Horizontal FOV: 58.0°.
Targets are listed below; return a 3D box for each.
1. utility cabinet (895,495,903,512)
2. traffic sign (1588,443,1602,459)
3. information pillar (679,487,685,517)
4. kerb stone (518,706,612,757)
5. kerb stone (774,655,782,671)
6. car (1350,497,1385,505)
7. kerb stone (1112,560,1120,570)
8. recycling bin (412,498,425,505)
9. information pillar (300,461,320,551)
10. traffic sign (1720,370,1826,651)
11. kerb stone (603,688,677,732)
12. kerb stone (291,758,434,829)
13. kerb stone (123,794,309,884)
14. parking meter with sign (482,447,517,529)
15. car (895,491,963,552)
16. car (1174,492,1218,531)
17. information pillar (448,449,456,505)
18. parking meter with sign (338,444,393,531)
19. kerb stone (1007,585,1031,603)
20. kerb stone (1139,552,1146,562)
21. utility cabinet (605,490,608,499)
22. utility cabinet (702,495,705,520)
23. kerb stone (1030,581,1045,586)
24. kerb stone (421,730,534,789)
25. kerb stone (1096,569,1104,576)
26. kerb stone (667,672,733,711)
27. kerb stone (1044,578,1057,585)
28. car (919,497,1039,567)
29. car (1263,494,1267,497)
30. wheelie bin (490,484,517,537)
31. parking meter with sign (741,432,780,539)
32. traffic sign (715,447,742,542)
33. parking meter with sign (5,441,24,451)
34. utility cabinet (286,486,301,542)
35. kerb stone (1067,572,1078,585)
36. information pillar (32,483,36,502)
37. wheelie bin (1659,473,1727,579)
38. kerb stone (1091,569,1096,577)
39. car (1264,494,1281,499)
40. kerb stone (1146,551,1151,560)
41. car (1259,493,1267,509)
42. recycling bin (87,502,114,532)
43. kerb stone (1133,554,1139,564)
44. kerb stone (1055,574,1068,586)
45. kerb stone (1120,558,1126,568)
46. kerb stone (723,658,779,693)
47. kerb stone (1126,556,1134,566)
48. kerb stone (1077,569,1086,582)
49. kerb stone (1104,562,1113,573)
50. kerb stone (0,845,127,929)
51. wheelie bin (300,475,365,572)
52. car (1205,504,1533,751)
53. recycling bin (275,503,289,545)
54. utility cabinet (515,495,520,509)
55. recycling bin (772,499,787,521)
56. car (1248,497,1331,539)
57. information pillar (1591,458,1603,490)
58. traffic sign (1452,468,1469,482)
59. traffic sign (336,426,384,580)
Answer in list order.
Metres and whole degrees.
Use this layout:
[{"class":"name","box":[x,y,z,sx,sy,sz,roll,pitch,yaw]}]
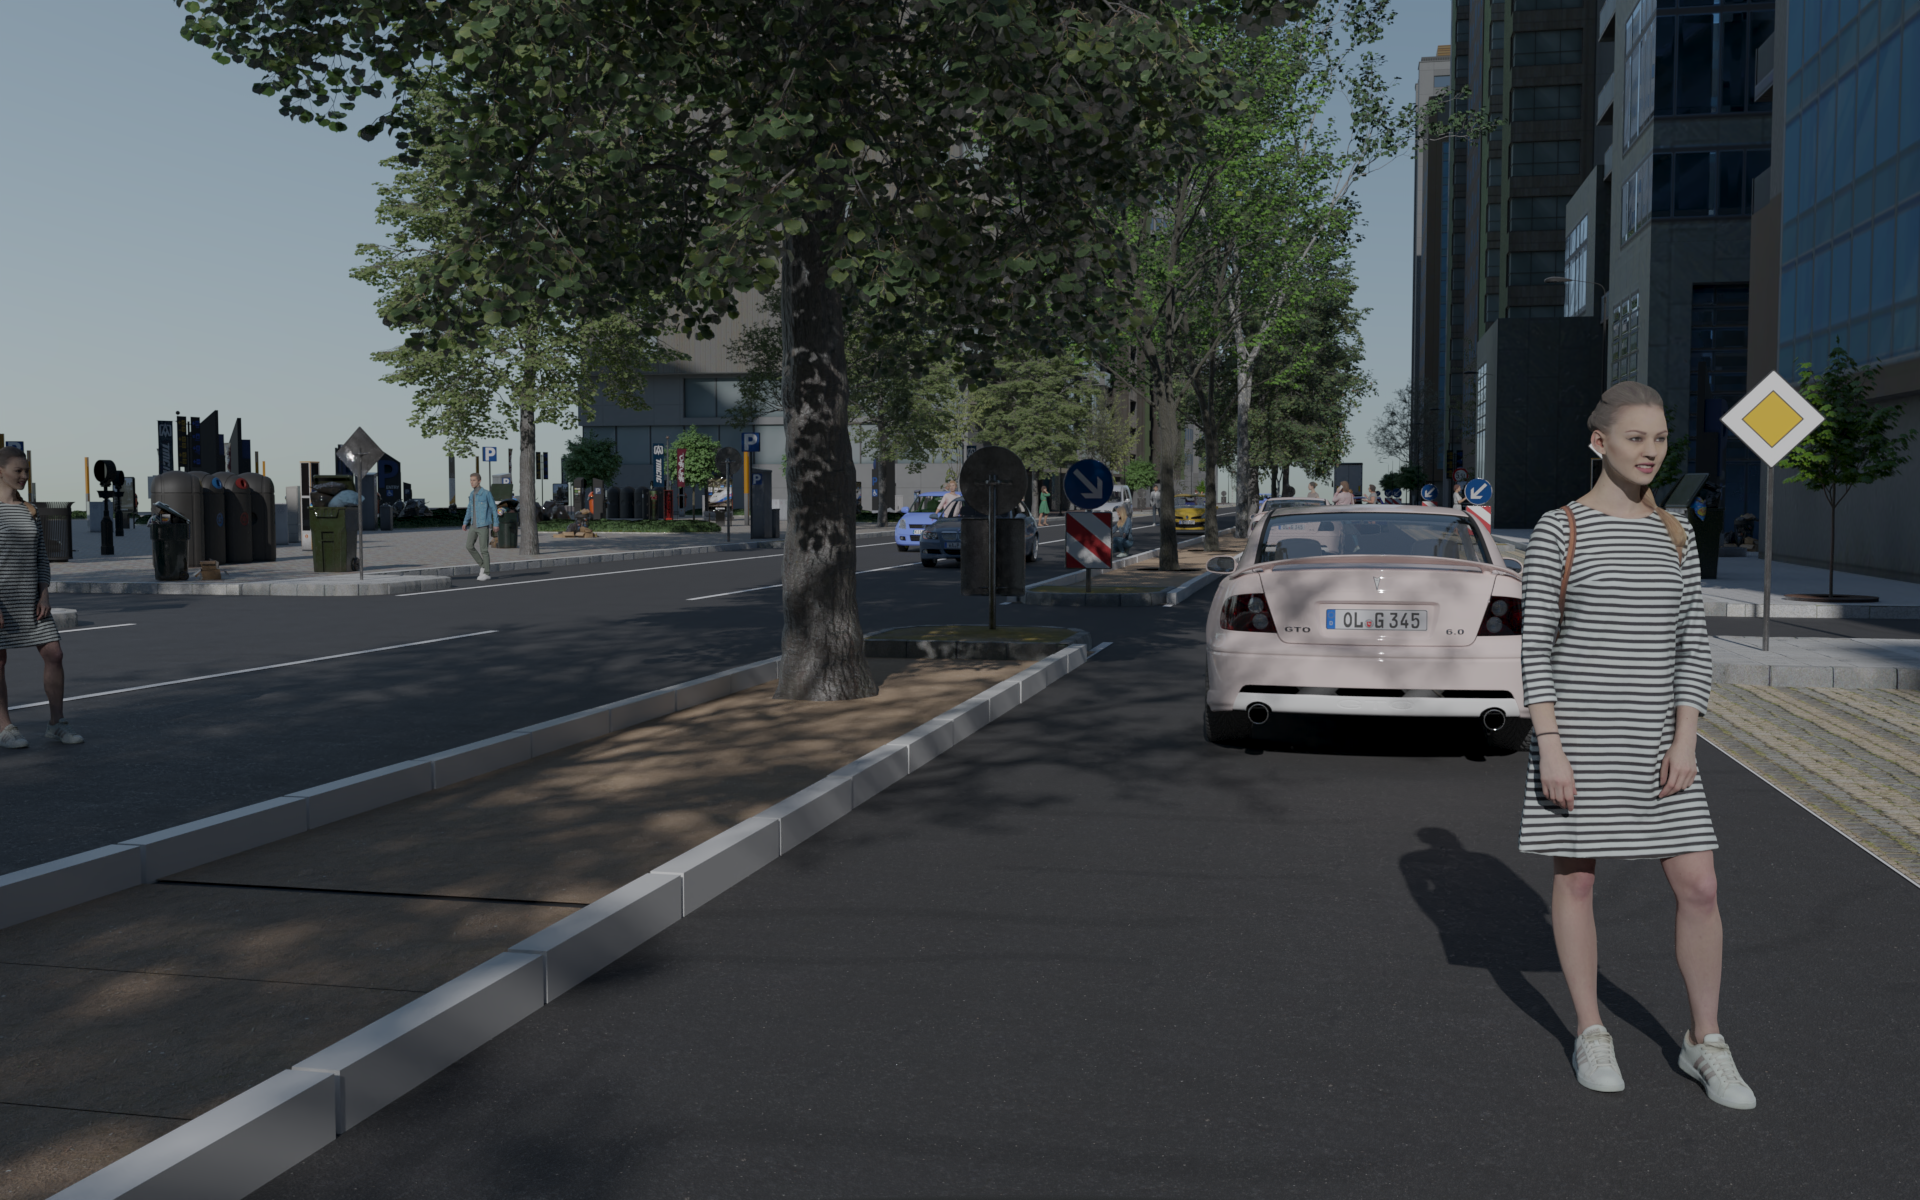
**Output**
[{"class":"utility cabinet","box":[-3.539,-4.982,92.620,1.020,1.237,0.306,-2,4,-31]},{"class":"traffic sign","box":[8.335,-1.116,21.883,0.795,2.450,0.064,1,4,13]},{"class":"information pillar","box":[-15.767,-5.729,98.156,0.304,2.012,0.304,0,4,1]},{"class":"kerb stone","box":[-2.258,0.756,9.841,0.120,0.150,1.000,1,4,13]},{"class":"kerb stone","box":[-1.352,0.514,13.834,0.120,0.150,1.000,1,4,13]},{"class":"car","box":[15.452,-3.275,66.134,1.945,1.354,3.894,1,4,11]},{"class":"kerb stone","box":[2.815,-0.623,32.375,0.120,0.150,1.000,1,4,13]},{"class":"recycling bin","box":[-31.918,-5.459,101.815,0.722,1.027,0.722,0,4,6]},{"class":"information pillar","box":[-14.592,-2.106,38.922,0.304,2.012,0.304,2,4,23]},{"class":"traffic sign","box":[6.581,-0.639,14.092,0.795,2.450,0.064,1,4,13]},{"class":"kerb stone","box":[-2.031,0.695,10.838,0.120,0.150,1.000,1,4,13]},{"class":"kerb stone","box":[-2.707,0.878,7.843,0.120,0.150,1.000,1,4,13]},{"class":"kerb stone","box":[-2.928,0.939,6.841,0.120,0.150,1.000,1,4,13]},{"class":"parking meter with sign","box":[-16.727,-4.091,63.151,0.543,3.016,1.738,-3,5,-43]},{"class":"car","box":[-0.452,-2.106,44.016,1.945,1.707,3.694,1,4,14]},{"class":"car","box":[8.202,-3.147,61.677,2.015,1.641,3.980,1,4,11]},{"class":"information pillar","box":[-26.435,-6.040,90.115,0.183,3.616,0.504,1,4,17]},{"class":"parking meter with sign","box":[-20.828,-3.944,60.740,1.738,3.016,0.543,0,4,-3]},{"class":"kerb stone","box":[0.788,-0.066,23.358,0.120,0.150,1.000,1,4,13]},{"class":"kerb stone","box":[3.727,-0.867,36.377,0.120,0.150,1.000,1,4,13]},{"class":"utility cabinet","box":[-19.465,-5.471,98.126,1.173,1.500,0.318,-2,4,-25]},{"class":"utility cabinet","box":[-12.305,-4.599,86.363,1.020,1.237,0.306,-2,4,-25]},{"class":"kerb stone","box":[1.015,-0.133,24.366,0.120,0.150,1.000,1,4,13]},{"class":"kerb stone","box":[-2.476,0.819,8.842,0.120,0.150,1.000,1,4,13]},{"class":"kerb stone","box":[2.358,-0.500,30.364,0.120,0.150,1.000,1,4,13]},{"class":"kerb stone","box":[-1.801,0.633,11.839,0.120,0.150,1.000,1,4,13]},{"class":"kerb stone","box":[1.240,-0.192,25.366,0.120,0.150,1.000,1,4,13]},{"class":"car","box":[0.468,-1.430,35.389,2.014,1.417,4.499,1,4,13]},{"class":"car","box":[38.655,-12.980,221.813,1.945,1.707,3.694,1,4,12]},{"class":"wheelie bin","box":[-13.706,-2.685,51.807,0.980,1.594,0.693,0,4,-3]},{"class":"parking meter with sign","box":[-5.694,-3.278,49.862,0.543,3.016,1.738,1,4,16]},{"class":"traffic sign","box":[-6.231,-2.841,46.555,0.768,2.556,0.104,1,4,13]},{"class":"parking meter with sign","box":[-30.942,-3.662,56.129,0.543,3.016,1.738,0,4,-7]},{"class":"utility cabinet","box":[-17.747,-2.288,46.095,0.318,1.500,1.173,-1,4,-18]},{"class":"kerb stone","box":[1.687,-0.316,27.369,0.120,0.150,1.000,1,4,13]},{"class":"information pillar","box":[-59.497,-6.521,111.114,0.304,2.012,0.304,0,4,-1]},{"class":"wheelie bin","box":[11.185,-1.129,26.361,0.693,1.594,0.980,0,4,-7]},{"class":"kerb stone","box":[2.138,-0.439,29.366,0.120,0.150,1.000,1,4,13]},{"class":"car","box":[25.043,-7.733,138.440,2.014,1.417,4.499,1,4,12]},{"class":"kerb stone","box":[3.950,-0.928,37.375,0.120,0.150,1.000,1,4,13]},{"class":"car","box":[20.482,-6.803,120.816,1.945,1.707,3.694,1,4,14]},{"class":"recycling bin","box":[-29.023,-2.808,58.459,0.722,1.027,0.722,-2,4,-34]},{"class":"kerb stone","box":[3.495,-0.801,35.382,0.120,0.150,1.000,1,4,13]},{"class":"kerb stone","box":[1.468,-0.255,26.370,0.120,0.150,1.000,1,4,13]},{"class":"kerb stone","box":[3.036,-0.682,33.376,0.120,0.150,1.000,1,4,13]},{"class":"kerb stone","box":[-1.581,0.572,12.838,0.120,0.150,1.000,1,4,13]},{"class":"kerb stone","box":[3.275,-0.741,34.384,0.120,0.150,1.000,1,4,13]},{"class":"kerb stone","box":[1.923,-0.377,28.367,0.120,0.150,1.000,1,4,13]},{"class":"kerb stone","box":[2.595,-0.555,31.371,0.120,0.150,1.000,1,4,13]},{"class":"kerb stone","box":[-3.156,1.000,5.842,0.120,0.150,1.000,1,4,13]},{"class":"wheelie bin","box":[-10.292,-1.262,28.546,0.980,1.594,0.693,0,4,2]},{"class":"car","box":[2.600,0.073,11.162,2.083,1.381,4.827,1,4,12]},{"class":"recycling bin","box":[-17.447,-1.913,43.838,0.722,1.027,0.722,-2,4,-31]},{"class":"utility cabinet","box":[-21.370,-4.486,84.508,0.306,1.237,1.020,-3,5,-39]},{"class":"recycling bin","box":[-8.685,-4.316,83.116,0.722,1.027,0.722,3,5,42]},{"class":"car","box":[7.064,-1.457,36.188,2.083,1.381,4.827,1,4,14]},{"class":"information pillar","box":[13.129,-1.896,35.485,0.304,2.012,0.304,-3,4,-39]},{"class":"traffic sign","box":[24.186,-5.114,83.722,0.768,2.556,0.104,1,4,18]},{"class":"traffic sign","box":[-8.924,-1.354,25.775,0.795,2.450,0.064,1,4,13]}]
